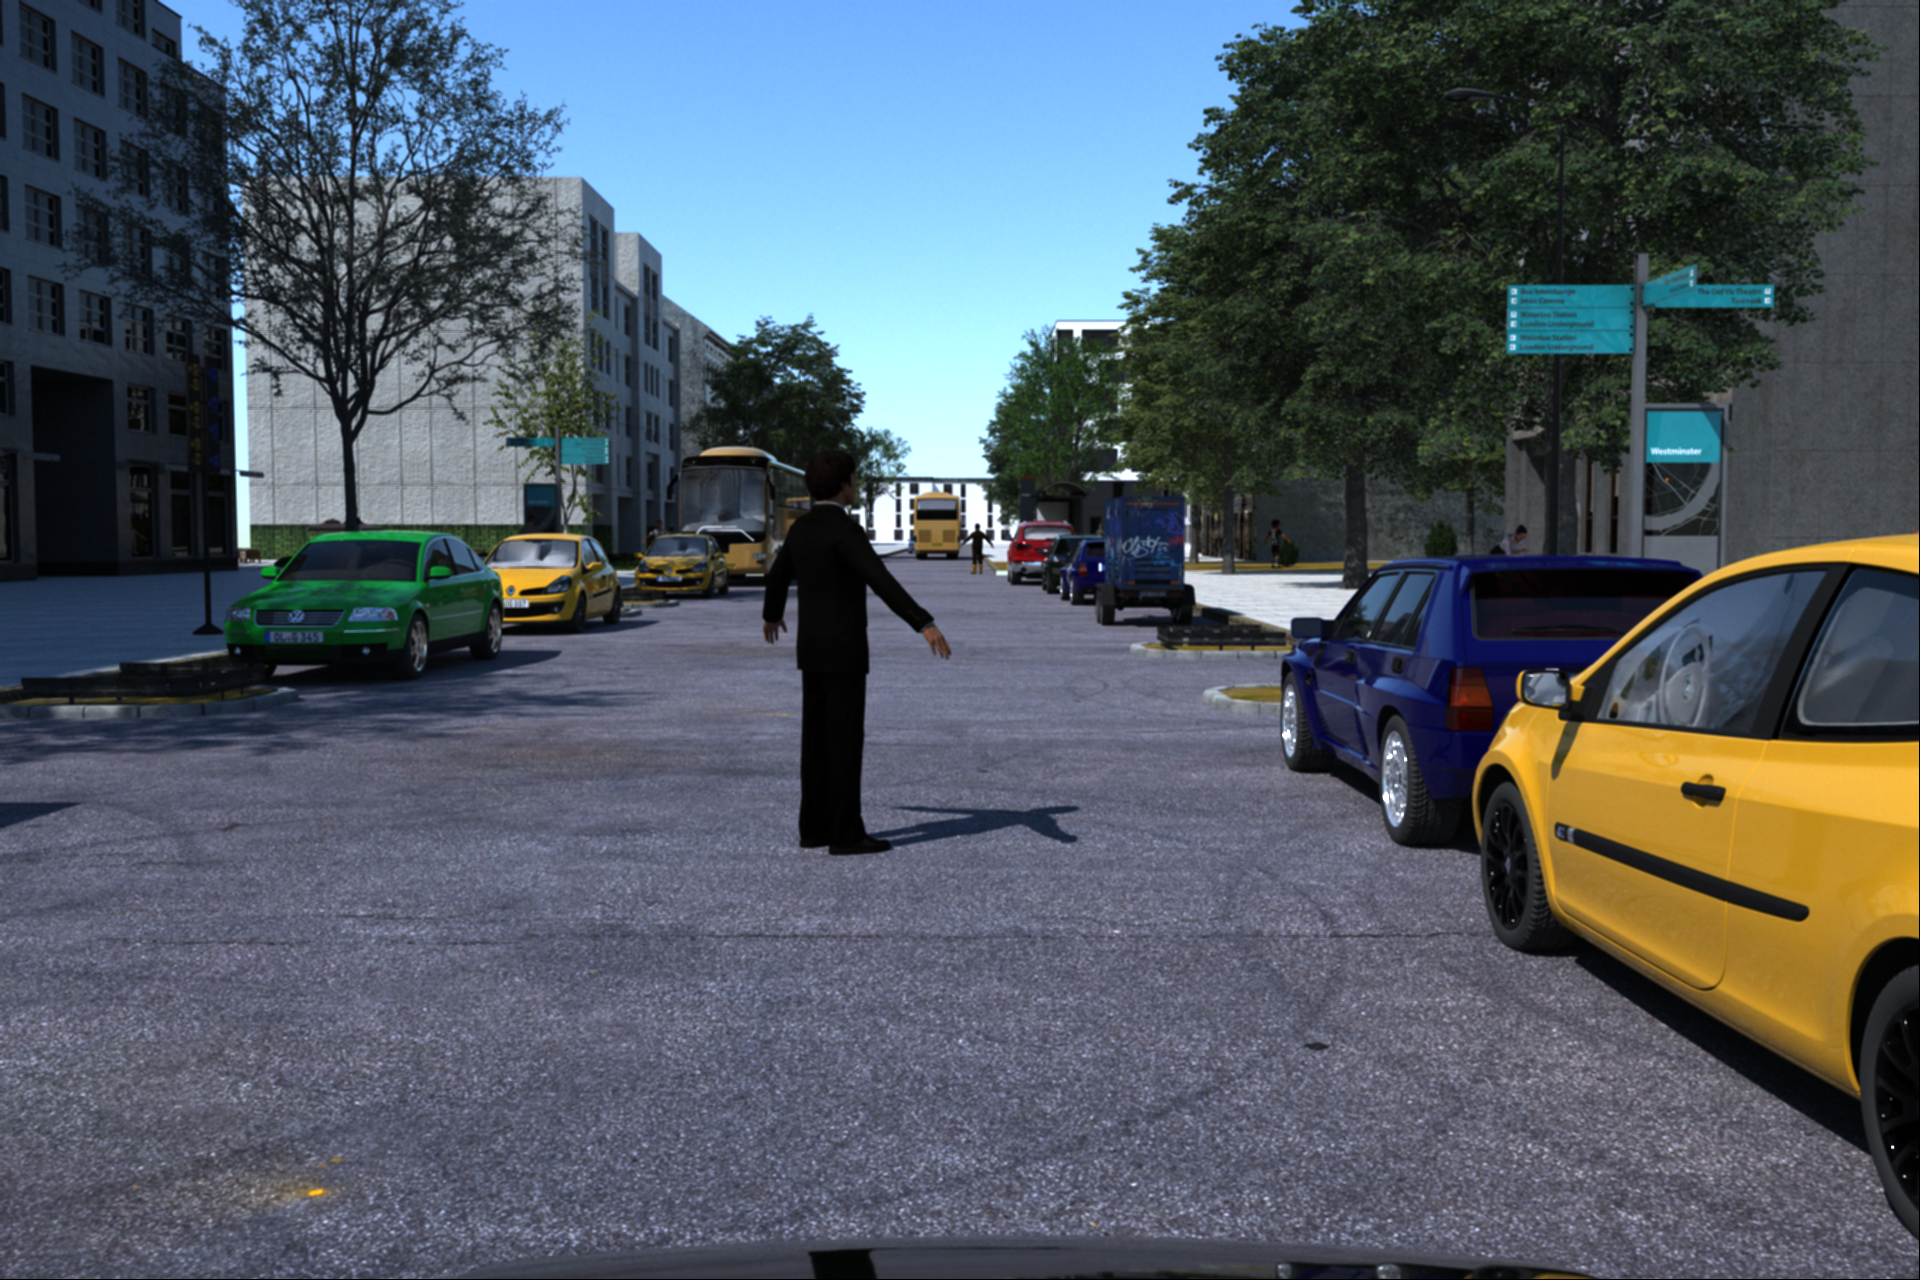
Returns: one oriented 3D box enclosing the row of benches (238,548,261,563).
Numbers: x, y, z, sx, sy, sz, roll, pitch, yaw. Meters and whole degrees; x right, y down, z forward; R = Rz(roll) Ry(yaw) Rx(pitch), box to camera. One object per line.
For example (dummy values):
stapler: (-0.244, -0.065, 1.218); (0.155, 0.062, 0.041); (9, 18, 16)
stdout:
row of benches: (-32.395, -3.830, 78.082); (1.422, 0.672, 4.104); (-3, 4, -37)

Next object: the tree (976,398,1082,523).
tree: (6.090, -14.981, 151.596); (9.857, 13.997, 8.962); (0, 3, 0)

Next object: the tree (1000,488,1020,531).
tree: (5.608, -13.247, 166.945); (4.737, 8.622, 4.395); (0, 3, 0)

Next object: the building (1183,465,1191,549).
building: (23.915, -11.992, 138.217); (9.099, 9.664, 28.070); (0, 4, 0)

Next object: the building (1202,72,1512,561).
building: (23.171, -15.846, 90.004); (19.493, 23.208, 18.063); (0, 4, 0)

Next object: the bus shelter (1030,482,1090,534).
bus shelter: (3.949, -4.625, 69.543); (2.014, 3.302, 5.546); (0, 4, -1)

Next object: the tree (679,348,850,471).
tree: (-9.637, -9.293, 86.352); (8.767, 10.594, 7.601); (-1, 4, -13)

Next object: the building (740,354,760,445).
building: (-26.839, -19.671, 178.033); (16.016, 20.090, 11.380); (0, 4, 0)

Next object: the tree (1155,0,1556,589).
tree: (9.259, -8.170, 40.242); (9.857, 13.997, 8.962); (0, 3, 0)

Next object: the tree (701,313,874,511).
tree: (-9.845, -11.767, 99.052); (9.857, 13.997, 8.962); (0, 3, 0)

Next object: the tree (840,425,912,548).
tree: (-8.681, -14.601, 164.486); (9.928, 11.665, 9.643); (0, 3, 0)

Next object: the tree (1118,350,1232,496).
tree: (7.836, -6.887, 62.961); (4.737, 8.622, 4.395); (0, 3, 0)

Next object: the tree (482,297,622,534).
tree: (-12.280, -6.294, 53.267); (4.737, 8.622, 4.395); (0, 3, 0)

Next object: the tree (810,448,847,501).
tree: (-10.040, -10.119, 115.812); (4.360, 8.622, 3.978); (0, 3, 0)

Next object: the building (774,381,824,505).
building: (-27.251, -23.786, 219.823); (19.493, 23.208, 18.063); (0, 4, 0)

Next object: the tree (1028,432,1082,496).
tree: (5.707, -10.238, 117.757); (4.360, 8.622, 3.978); (0, 3, 0)

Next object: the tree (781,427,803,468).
tree: (-9.599, -9.664, 108.373); (4.737, 8.622, 4.395); (0, 3, 0)

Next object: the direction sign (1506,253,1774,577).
direction sign: (6.484, -1.669, 16.053); (2.525, 3.948, 1.411); (0, 4, 1)

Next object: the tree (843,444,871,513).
tree: (-8.983, -10.896, 128.517); (4.737, 8.622, 4.395); (0, 3, 0)

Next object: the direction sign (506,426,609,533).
direction sign: (-9.907, -3.336, 43.312); (2.525, 3.948, 1.411); (0, 4, 0)

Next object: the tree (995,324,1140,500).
tree: (5.638, -9.793, 85.869); (9.928, 11.665, 9.643); (0, 3, 0)

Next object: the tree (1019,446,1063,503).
tree: (6.187, -11.732, 142.174); (4.360, 8.622, 3.978); (0, 3, 0)

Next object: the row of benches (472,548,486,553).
row of benches: (-21.889, -3.792, 77.458); (4.104, 0.672, 1.422); (0, 4, -1)

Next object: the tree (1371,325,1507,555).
tree: (20.538, -9.338, 70.811); (7.486, 12.596, 7.792); (0, 3, 0)

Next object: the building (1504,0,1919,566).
building: (25.241, -14.266, 50.506); (12.078, 24.872, 19.932); (0, 4, 0)

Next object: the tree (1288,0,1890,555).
tree: (9.366, -7.332, 26.528); (9.857, 13.997, 8.962); (0, 3, 0)

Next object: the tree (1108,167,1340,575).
tree: (8.315, -8.306, 53.923); (7.486, 12.596, 7.792); (0, 3, 0)

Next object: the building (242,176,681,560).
building: (-27.183, -14.390, 101.737); (16.747, 18.905, 31.486); (0, 4, 0)

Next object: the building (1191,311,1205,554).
building: (25.091, -17.006, 108.972); (19.493, 23.208, 18.063); (0, 4, 0)

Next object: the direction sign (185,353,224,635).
direction sign: (-9.639, -1.842, 22.115); (0.379, 3.537, 0.876); (0, 3, 0)

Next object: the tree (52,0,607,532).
tree: (-12.276, -7.601, 34.648); (12.009, 13.543, 11.850); (0, 3, 0)

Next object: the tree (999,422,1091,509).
tree: (6.731, -12.131, 132.760); (8.767, 10.594, 7.601); (3, 5, 45)

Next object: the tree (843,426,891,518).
tree: (-9.193, -12.611, 140.596); (7.601, 10.594, 8.767); (-3, 5, -42)

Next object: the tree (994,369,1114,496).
tree: (5.786, -10.944, 104.684); (9.928, 11.665, 9.643); (0, 3, 0)

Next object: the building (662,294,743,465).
building: (-27.952, -18.708, 136.800); (19.493, 23.208, 18.063); (0, 4, 1)

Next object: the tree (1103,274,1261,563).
tree: (10.185, -9.647, 75.850); (7.486, 12.596, 7.792); (0, 3, 0)

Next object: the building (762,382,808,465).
building: (-27.815, -22.676, 201.688); (19.493, 23.208, 18.063); (0, 4, 0)

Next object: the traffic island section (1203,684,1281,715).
traffic island section: (3.090, 0.506, 14.594); (1.991, 0.108, 1.994); (0, 4, 0)
